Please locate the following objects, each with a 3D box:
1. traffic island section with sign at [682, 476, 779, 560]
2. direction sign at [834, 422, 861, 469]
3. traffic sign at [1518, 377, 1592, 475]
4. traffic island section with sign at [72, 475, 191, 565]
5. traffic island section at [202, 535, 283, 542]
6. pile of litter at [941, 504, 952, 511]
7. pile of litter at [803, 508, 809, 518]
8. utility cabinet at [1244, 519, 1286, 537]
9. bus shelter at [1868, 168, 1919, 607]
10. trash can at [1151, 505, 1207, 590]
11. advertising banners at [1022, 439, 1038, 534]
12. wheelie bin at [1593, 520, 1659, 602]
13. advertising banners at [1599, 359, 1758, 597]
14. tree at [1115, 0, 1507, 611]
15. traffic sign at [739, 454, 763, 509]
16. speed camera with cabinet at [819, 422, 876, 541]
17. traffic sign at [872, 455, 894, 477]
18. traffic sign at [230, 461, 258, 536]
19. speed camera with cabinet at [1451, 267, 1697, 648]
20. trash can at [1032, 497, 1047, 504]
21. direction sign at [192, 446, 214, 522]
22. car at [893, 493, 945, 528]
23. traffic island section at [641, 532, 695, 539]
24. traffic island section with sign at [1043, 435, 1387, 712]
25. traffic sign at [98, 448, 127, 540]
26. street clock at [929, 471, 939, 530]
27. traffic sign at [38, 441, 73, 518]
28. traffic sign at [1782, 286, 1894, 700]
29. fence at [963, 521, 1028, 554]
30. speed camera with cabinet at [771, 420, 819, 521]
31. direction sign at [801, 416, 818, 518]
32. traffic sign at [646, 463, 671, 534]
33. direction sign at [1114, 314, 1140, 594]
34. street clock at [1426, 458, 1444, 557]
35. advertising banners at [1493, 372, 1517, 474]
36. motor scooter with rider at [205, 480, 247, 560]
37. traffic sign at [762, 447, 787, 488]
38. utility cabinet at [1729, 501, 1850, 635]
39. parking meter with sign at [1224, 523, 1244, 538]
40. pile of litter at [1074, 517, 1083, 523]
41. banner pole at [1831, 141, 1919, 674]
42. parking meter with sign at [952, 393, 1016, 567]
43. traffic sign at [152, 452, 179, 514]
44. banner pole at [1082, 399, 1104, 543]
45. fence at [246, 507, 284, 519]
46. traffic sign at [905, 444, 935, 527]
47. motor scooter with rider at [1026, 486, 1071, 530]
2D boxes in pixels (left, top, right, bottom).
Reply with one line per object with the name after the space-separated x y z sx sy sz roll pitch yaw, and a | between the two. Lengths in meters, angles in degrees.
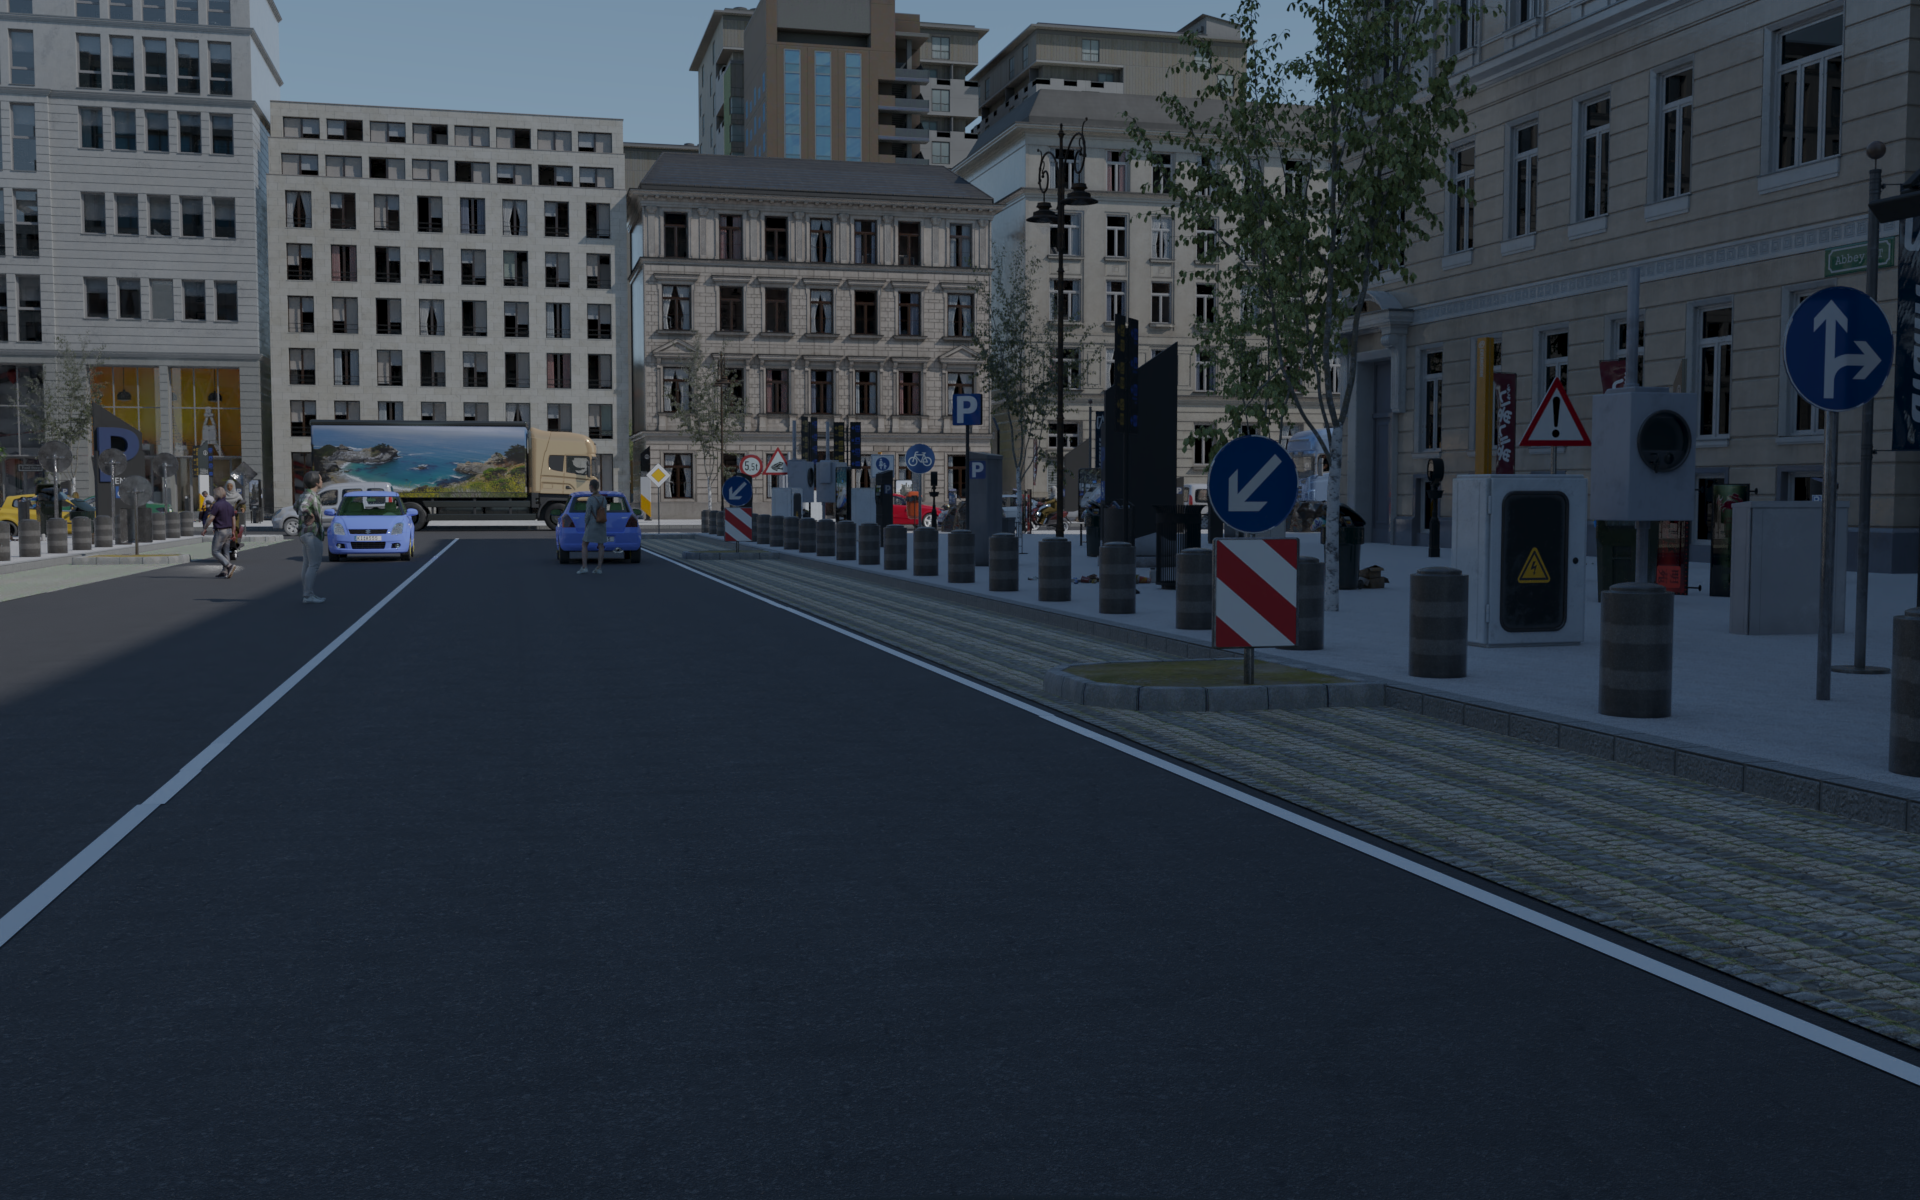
-5.131 -1.821 38.401 1.989 1.847 2.006 -1 4 -15 | traffic island section with sign
-3.532 -3.814 54.355 0.876 3.537 0.379 1 4 10 | direction sign
6.622 -1.183 19.343 0.884 2.594 0.081 -1 4 -11 | traffic sign
-17.096 -1.665 35.857 1.989 1.847 2.006 -1 4 -15 | traffic island section with sign
-21.864 -1.875 52.936 2.009 0.180 2.903 -1 4 -15 | traffic island section
-0.427 -3.939 78.368 1.176 0.858 1.719 -3 4 -38 | pile of litter
-5.000 -2.365 52.626 1.176 0.858 1.719 3 5 41 | pile of litter
5.214 -1.287 29.722 0.318 1.500 1.173 -1 4 -12 | utility cabinet
6.602 -0.804 7.063 2.014 3.302 5.546 -1 4 -14 | bus shelter
2.948 -0.716 23.367 0.748 1.137 0.748 0 3 0 | trash can
2.223 -3.636 55.632 0.090 3.025 2.074 -1 4 -11 | advertising banners
7.906 -0.767 20.441 0.980 1.594 0.693 2 4 33 | wheelie bin
9.062 -1.578 21.982 0.090 3.025 2.074 -3 5 -43 | advertising banners
4.011 -4.196 18.975 4.737 8.622 4.395 0 3 0 | tree
-6.670 -3.381 55.391 0.768 2.556 0.104 0 4 -7 | traffic sign
-2.921 -3.230 47.150 2.038 3.252 0.660 2 4 30 | speed camera with cabinet
-2.001 -2.613 44.856 0.606 2.300 0.079 0 4 -7 | traffic sign
-21.844 -3.011 52.880 0.795 2.450 0.064 -1 4 -15 | traffic sign
5.270 -1.254 14.844 2.038 3.252 0.660 -1 4 -16 | speed camera with cabinet
3.560 -4.086 78.454 0.748 1.137 0.748 0 3 0 | trash can
-35.355 -5.441 80.952 0.876 3.537 0.379 -1 4 -15 | direction sign
-2.643 -3.680 69.203 4.494 1.783 2.155 -1 4 -16 | car
-9.725 -2.067 56.080 2.009 0.180 2.903 -1 4 -15 | traffic island section
1.672 -0.225 12.315 1.989 1.847 2.006 -1 4 -15 | traffic island section with sign
-23.590 -2.944 48.234 0.768 2.556 0.104 -1 4 -9 | traffic sign
-0.825 -3.095 55.171 0.358 2.002 0.471 0 4 -2 | street clock
-21.522 -2.515 41.231 0.768 2.556 0.104 -1 4 -9 | traffic sign
5.384 -0.650 10.726 0.768 2.556 0.104 -1 4 -11 | traffic sign
0.702 -1.372 37.801 0.278 0.683 2.069 -3 5 -39 | fence
-4.404 -3.147 45.797 0.660 3.252 2.038 1 4 12 | speed camera with cabinet
-4.407 -3.594 50.767 0.379 3.537 0.876 2 4 26 | direction sign
-9.746 -3.202 55.997 0.795 2.450 0.064 -1 4 -15 | traffic sign
2.131 -1.849 22.222 0.379 3.537 0.876 2 4 24 | direction sign
9.627 -1.867 35.102 0.358 2.002 0.471 0 4 -1 | street clock
8.461 -1.785 25.374 2.074 3.025 0.090 -2 4 -33 | advertising banners
-15.620 -1.706 36.855 0.876 1.779 1.986 -1 4 -15 | motor scooter with rider
-5.039 -2.935 47.989 0.884 2.594 0.081 -1 4 -8 | traffic sign
7.620 -0.292 15.937 1.020 1.237 0.306 -1 4 -12 | utility cabinet
8.328 -3.380 51.521 0.543 3.016 1.738 2 4 27 | parking meter with sign
5.705 -3.968 78.834 1.719 0.858 1.176 -3 5 -44 | pile of litter
6.718 -1.365 12.330 0.863 3.779 0.401 1 4 15 | banner pole
0.475 -2.120 30.918 0.543 3.016 1.738 2 4 25 | parking meter with sign
-24.326 -3.238 53.045 0.768 2.556 0.104 -1 4 -8 | traffic sign
3.638 -3.414 45.839 0.863 3.779 0.401 -2 4 -28 | banner pole
-31.602 -3.852 78.349 2.069 0.683 0.278 -1 4 -21 | fence
-1.013 -2.670 43.768 0.768 2.556 0.104 0 4 -5 | traffic sign
3.183 -3.362 63.936 1.986 1.779 0.876 -1 4 -14 | motor scooter with rider
